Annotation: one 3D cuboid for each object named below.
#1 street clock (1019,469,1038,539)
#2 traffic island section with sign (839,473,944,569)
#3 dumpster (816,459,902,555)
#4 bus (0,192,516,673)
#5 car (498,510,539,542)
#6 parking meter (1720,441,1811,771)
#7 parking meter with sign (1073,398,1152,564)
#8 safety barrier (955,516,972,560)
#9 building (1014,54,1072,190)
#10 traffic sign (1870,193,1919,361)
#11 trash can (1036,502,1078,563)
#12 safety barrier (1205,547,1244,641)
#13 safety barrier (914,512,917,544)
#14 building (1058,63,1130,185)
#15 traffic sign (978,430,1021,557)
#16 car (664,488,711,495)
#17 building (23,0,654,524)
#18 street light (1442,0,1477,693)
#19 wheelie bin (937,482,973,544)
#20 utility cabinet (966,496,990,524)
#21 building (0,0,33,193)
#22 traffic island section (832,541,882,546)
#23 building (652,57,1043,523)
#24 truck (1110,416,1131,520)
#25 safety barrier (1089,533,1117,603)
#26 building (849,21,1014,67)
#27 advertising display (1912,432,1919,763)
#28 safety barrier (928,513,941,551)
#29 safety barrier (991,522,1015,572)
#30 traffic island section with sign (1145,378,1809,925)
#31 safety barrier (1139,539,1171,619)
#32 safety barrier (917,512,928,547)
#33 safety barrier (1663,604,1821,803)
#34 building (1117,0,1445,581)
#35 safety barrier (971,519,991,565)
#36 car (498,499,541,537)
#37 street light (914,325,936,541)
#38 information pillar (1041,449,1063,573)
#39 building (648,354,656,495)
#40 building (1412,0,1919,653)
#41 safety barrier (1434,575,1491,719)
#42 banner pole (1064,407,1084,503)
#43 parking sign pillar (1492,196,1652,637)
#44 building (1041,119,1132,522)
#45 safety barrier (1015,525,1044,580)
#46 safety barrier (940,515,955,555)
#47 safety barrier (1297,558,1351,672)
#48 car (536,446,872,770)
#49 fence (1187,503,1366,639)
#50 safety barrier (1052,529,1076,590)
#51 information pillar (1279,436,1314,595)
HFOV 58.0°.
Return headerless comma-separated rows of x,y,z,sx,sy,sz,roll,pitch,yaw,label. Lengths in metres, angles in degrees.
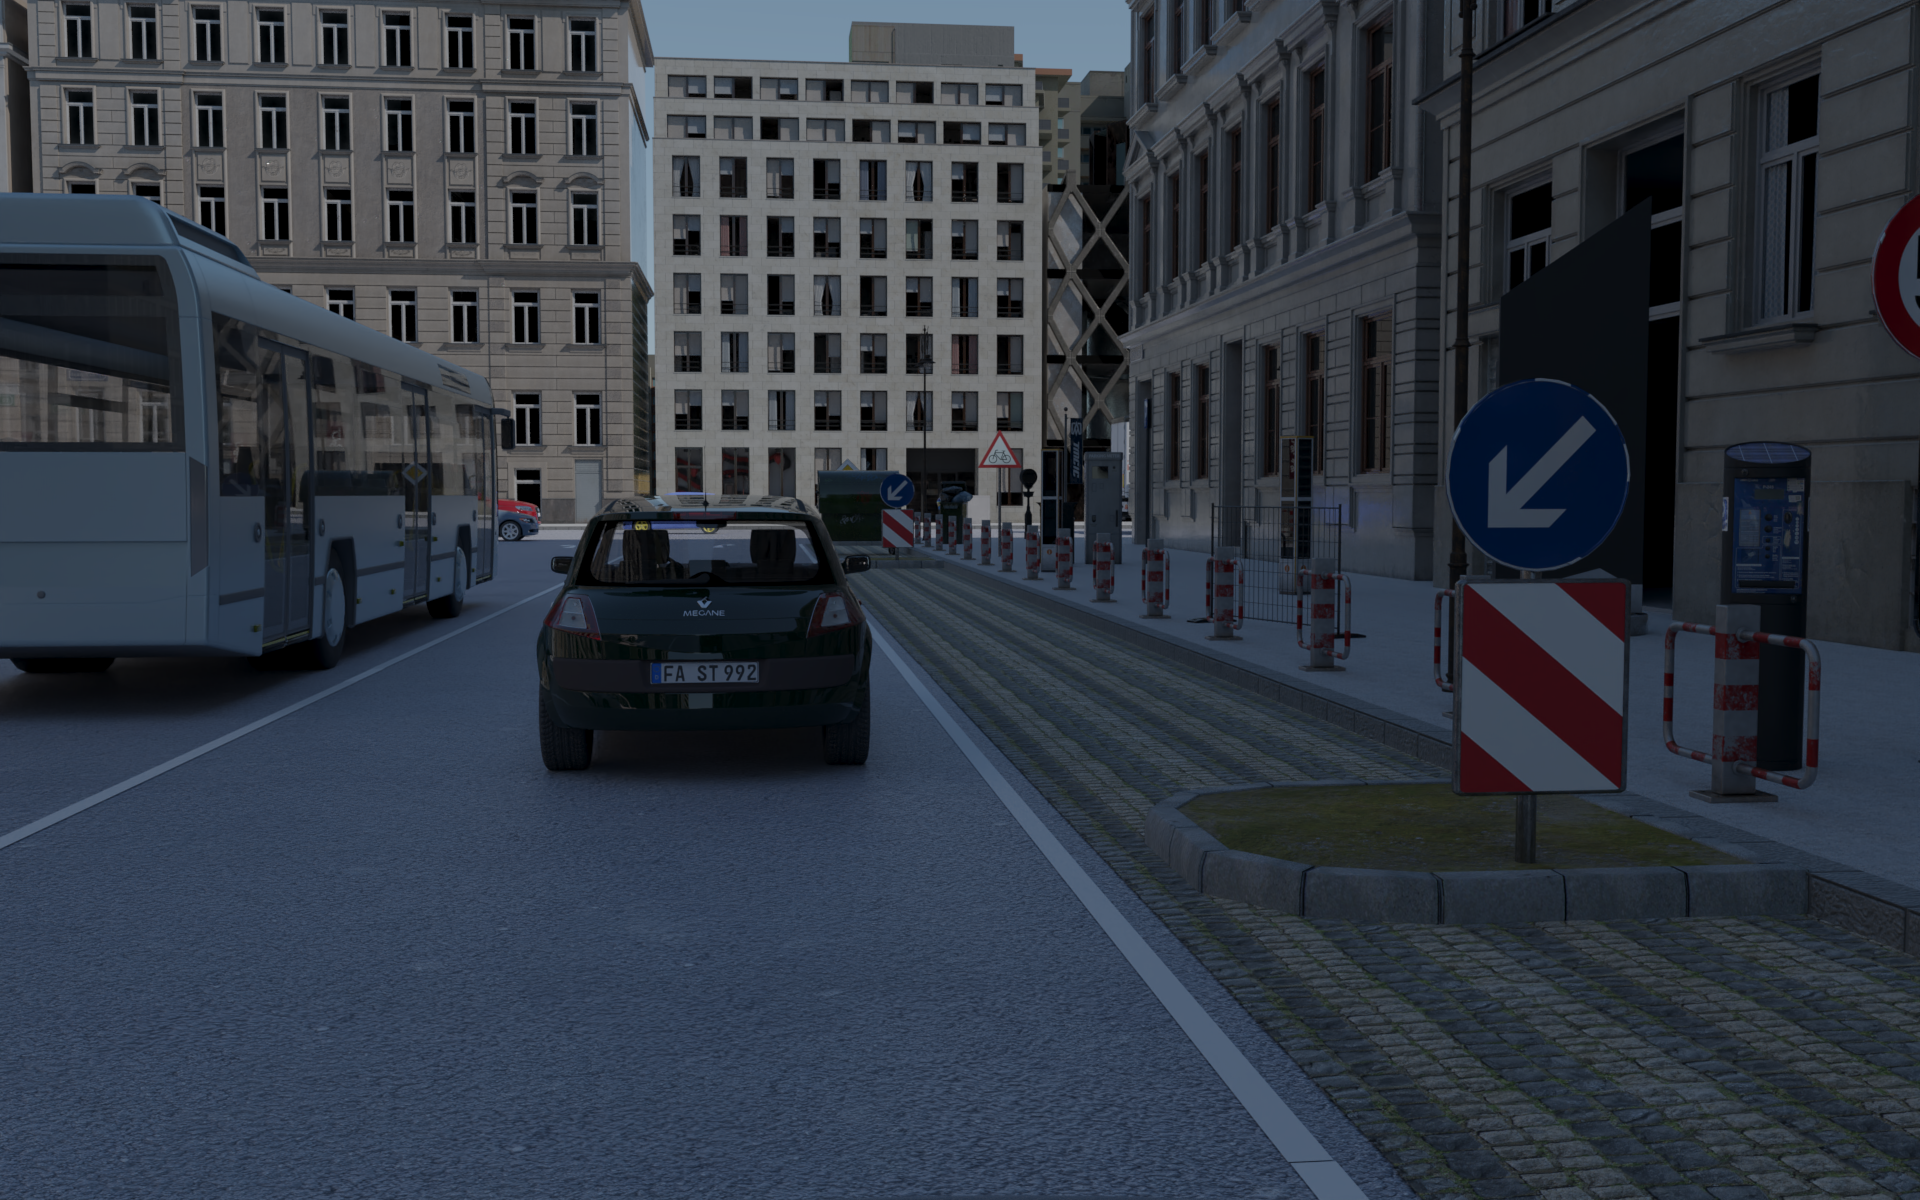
1.948,-2.739,49.345,0.471,2.002,0.358,-1,4,-18,street clock
-1.396,-1.553,34.015,1.989,1.847,2.006,0,4,-7,traffic island section with sign
-2.390,-2.184,40.656,1.985,2.255,1.502,0,4,-8,dumpster
-6.710,-1.363,17.150,2.948,3.499,13.247,0,4,-7,bus
-15.155,-2.497,52.826,4.499,1.417,2.014,0,4,-8,car
3.779,0.016,8.148,0.372,1.533,0.369,0,3,0,parking meter
2.611,-2.170,31.738,1.738,3.016,0.543,0,4,1,parking meter with sign
0.155,-1.197,33.840,0.300,0.817,1.120,0,4,-7,safety barrier
-1.004,-31.914,176.419,22.147,44.769,28.867,0,4,-7,building
4.084,-0.431,7.157,0.768,2.556,0.104,0,4,-3,traffic sign
1.713,-1.159,30.606,0.748,1.137,0.748,0,3,0,trash can
2.323,-0.059,15.234,0.300,0.817,1.120,0,4,-7,safety barrier
-1.084,-1.847,44.478,0.300,0.817,1.120,0,4,-7,safety barrier
16.090,-35.010,196.122,21.600,48.544,21.300,0,4,-7,building
0.809,-2.164,35.378,0.884,2.594,0.081,0,4,-2,traffic sign
-10.280,-3.227,62.354,3.694,1.707,1.945,0,4,-5,car
-26.701,-17.171,78.006,25.104,27.353,12.463,0,4,-7,building
3.222,-2.342,11.073,0.468,5.910,1.993,0,4,-7,street light
-0.146,-2.235,44.458,0.980,1.594,0.693,1,4,12,wheelie bin
0.757,-3.819,73.609,1.020,1.237,0.306,-1,4,-18,utility cabinet
-49.414,-17.766,76.386,20.117,28.700,13.634,0,4,-7,building
-3.154,-1.642,49.135,2.009,0.180,2.903,0,4,-7,traffic island section
-5.341,-13.792,80.244,16.860,20.320,10.420,0,4,-7,building
11.306,-4.592,63.997,11.283,4.237,2.839,0,4,-7,truck
1.701,-0.384,20.546,0.300,0.817,1.120,0,4,-7,safety barrier
-2.929,-28.815,154.723,14.154,41.232,14.086,0,4,-7,building
4.670,-0.158,7.790,0.123,1.923,0.974,0,4,-7,advertising display
-0.470,-1.522,39.152,0.300,0.817,1.120,0,4,-7,safety barrier
0.774,-0.871,28.522,0.300,0.817,1.120,0,4,-7,safety barrier
1.789,0.118,6.696,1.989,1.847,2.006,0,4,-7,traffic island section with sign
2.016,-0.221,17.888,0.300,0.817,1.120,0,4,-7,safety barrier
-0.776,-1.684,41.815,0.300,0.817,1.120,0,4,-7,safety barrier
3.250,0.429,7.256,0.300,0.817,1.120,0,4,-7,safety barrier
10.491,-12.166,35.069,11.583,22.565,21.152,0,4,-7,building
0.468,-1.034,31.187,0.300,0.817,1.120,0,4,-7,safety barrier
-16.736,-3.011,57.904,5.304,1.827,2.281,0,4,-7,car
-0.963,-4.568,47.472,0.468,5.910,1.993,0,4,-7,street light
1.503,-1.463,28.415,0.304,2.012,0.304,1,4,16,information pillar
-46.424,-24.431,244.485,28.899,21.520,27.650,0,4,-7,building
15.374,-10.802,9.895,16.112,22.955,30.059,0,4,-7,building
2.942,0.267,9.909,0.300,0.817,1.120,0,4,-7,safety barrier
3.233,-3.669,49.999,0.863,3.779,0.401,-2,4,-34,banner pole
5.653,-1.688,16.073,1.447,3.967,1.447,1,4,13,parking sign pillar
11.578,-13.338,85.532,16.811,18.784,16.820,0,4,-7,building
1.086,-0.708,25.853,0.300,0.817,1.120,0,4,-7,safety barrier
-0.157,-1.359,36.500,0.300,0.817,1.120,0,4,-7,safety barrier
2.635,0.104,12.580,0.300,0.817,1.120,0,4,-7,safety barrier
-1.500,-0.041,10.454,2.009,1.686,4.222,0,4,-7,car
2.949,-0.316,16.365,0.480,1.192,2.264,-2,4,-24,fence
1.395,-0.546,23.200,0.300,0.817,1.120,0,4,-7,safety barrier
4.284,-1.076,22.079,0.304,2.012,0.304,-2,4,-34,information pillar
